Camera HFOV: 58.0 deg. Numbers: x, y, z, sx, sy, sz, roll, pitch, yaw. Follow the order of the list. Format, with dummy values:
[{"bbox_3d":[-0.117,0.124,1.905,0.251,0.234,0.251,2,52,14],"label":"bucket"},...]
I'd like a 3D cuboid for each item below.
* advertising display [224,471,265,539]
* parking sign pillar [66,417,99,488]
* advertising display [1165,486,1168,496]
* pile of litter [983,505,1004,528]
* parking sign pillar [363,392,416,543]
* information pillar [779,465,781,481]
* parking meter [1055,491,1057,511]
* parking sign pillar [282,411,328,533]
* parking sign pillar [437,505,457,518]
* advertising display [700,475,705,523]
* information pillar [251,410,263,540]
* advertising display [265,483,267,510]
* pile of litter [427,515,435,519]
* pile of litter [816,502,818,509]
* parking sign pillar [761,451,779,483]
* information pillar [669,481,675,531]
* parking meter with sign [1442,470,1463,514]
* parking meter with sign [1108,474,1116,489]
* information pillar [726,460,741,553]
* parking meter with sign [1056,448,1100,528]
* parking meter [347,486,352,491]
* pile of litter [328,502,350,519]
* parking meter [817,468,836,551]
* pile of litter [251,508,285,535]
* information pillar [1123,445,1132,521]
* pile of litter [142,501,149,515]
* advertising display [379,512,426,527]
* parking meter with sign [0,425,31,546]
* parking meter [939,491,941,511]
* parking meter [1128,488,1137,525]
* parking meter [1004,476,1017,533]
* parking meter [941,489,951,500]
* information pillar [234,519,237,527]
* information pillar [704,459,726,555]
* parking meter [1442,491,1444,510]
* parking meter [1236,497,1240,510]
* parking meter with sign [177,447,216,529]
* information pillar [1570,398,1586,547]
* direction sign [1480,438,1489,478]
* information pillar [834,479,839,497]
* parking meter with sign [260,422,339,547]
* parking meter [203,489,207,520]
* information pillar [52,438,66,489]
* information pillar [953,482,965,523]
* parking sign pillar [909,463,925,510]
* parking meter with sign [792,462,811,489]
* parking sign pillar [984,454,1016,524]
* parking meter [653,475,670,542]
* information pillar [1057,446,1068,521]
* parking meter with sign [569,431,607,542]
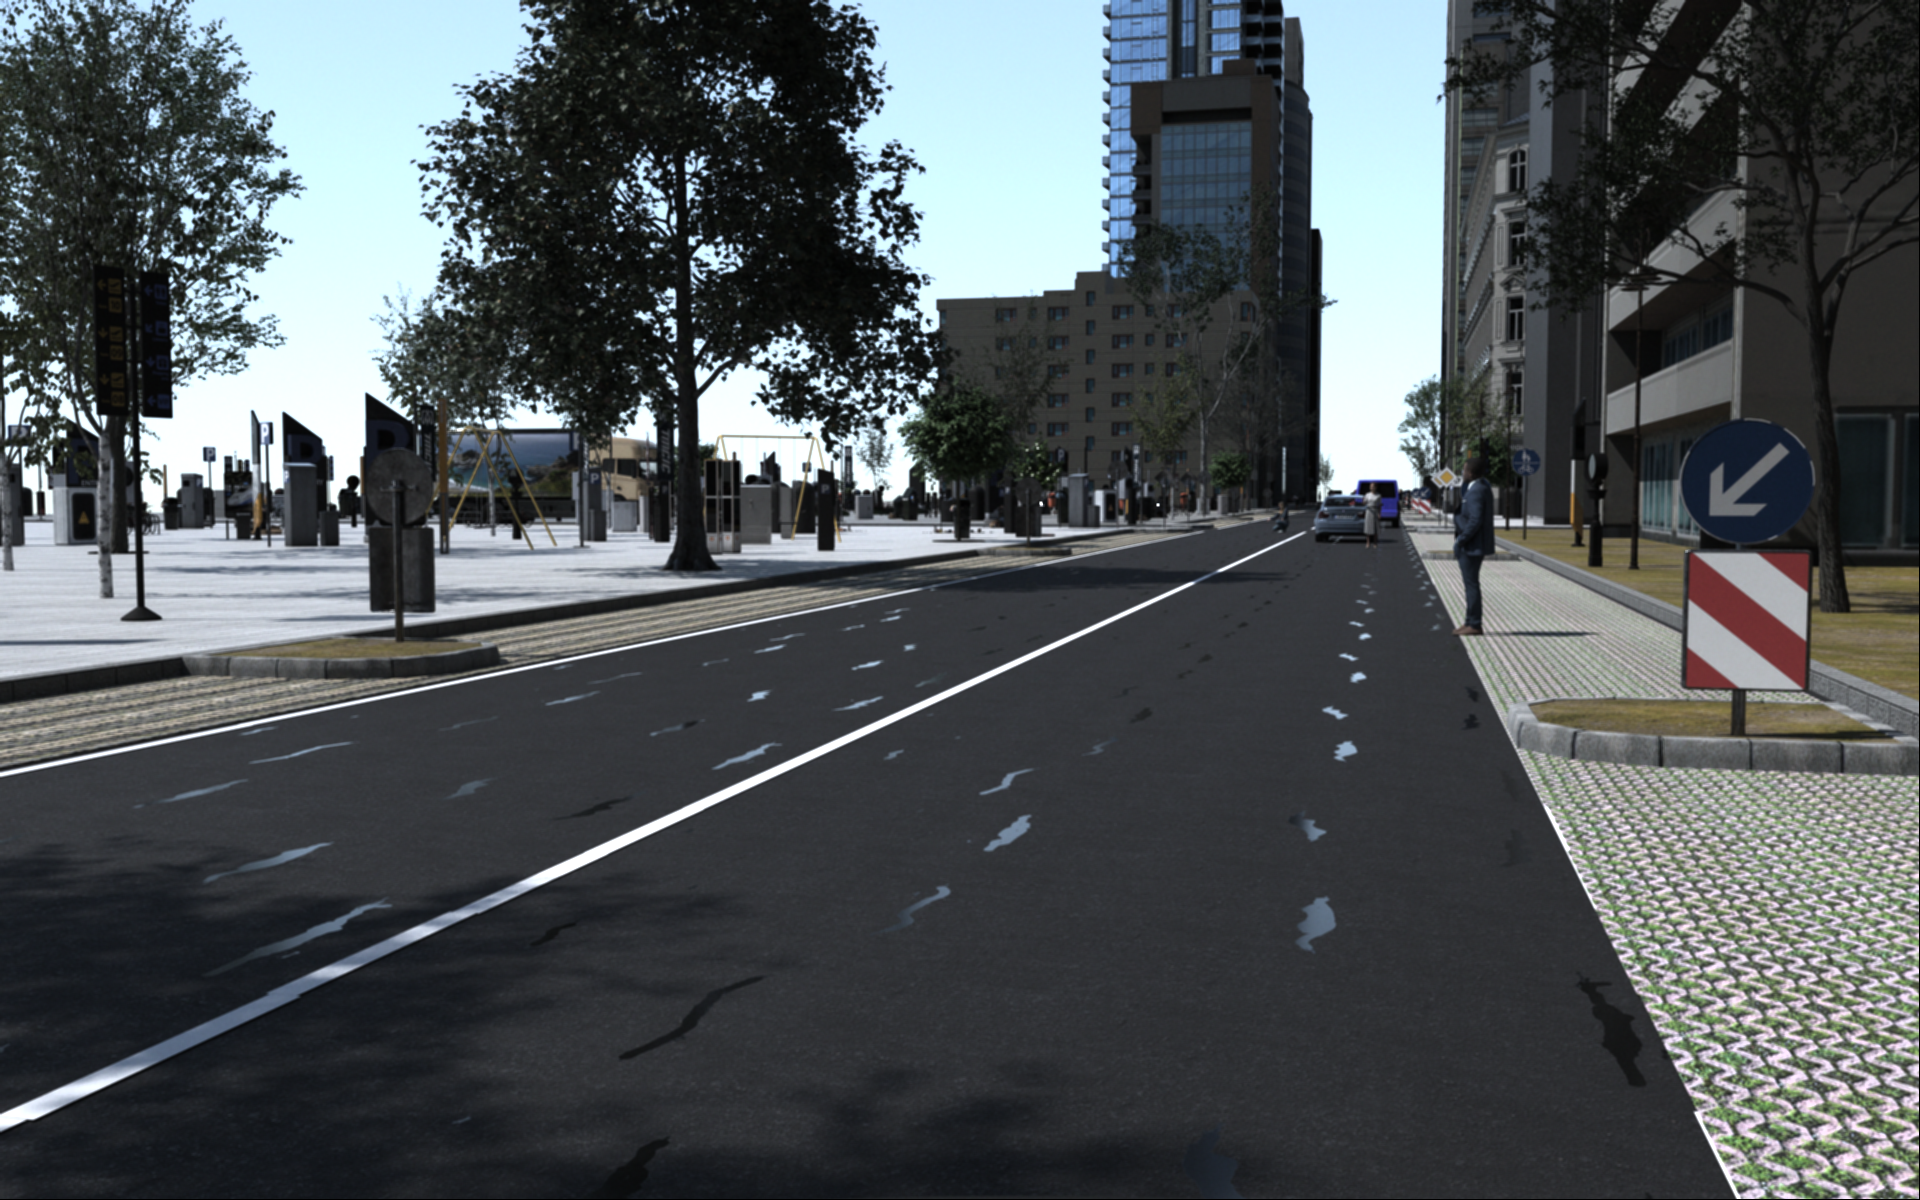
[{"bbox_3d":[-20.384,-2.693,49.246,0.974,1.923,0.123,-1,4,-19],"label":"advertising display"},{"bbox_3d":[-30.679,-4.430,60.907,1.447,3.967,1.447,-1,4,-20],"label":"parking sign pillar"},{"bbox_3d":[16.918,-8.364,141.963,0.123,1.923,0.974,1,4,19],"label":"advertising display"},{"bbox_3d":[1.633,-3.174,65.867,1.719,0.858,1.176,1,4,18],"label":"pile of litter"},{"bbox_3d":[-15.029,-3.502,45.734,1.447,3.967,1.447,0,4,-4],"label":"parking sign pillar"},{"bbox_3d":[-14.668,-9.085,139.894,0.504,3.616,0.183,1,4,20],"label":"information pillar"},{"bbox_3d":[7.593,-7.759,135.278,0.372,1.533,0.369,0,3,0],"label":"parking meter"},{"bbox_3d":[-21.511,-4.186,56.909,1.447,3.967,1.447,3,5,44],"label":"parking sign pillar"},{"bbox_3d":[-27.505,-6.418,93.402,1.447,3.967,1.447,1,4,13],"label":"parking sign pillar"},{"bbox_3d":[-8.508,-3.283,58.896,0.974,1.923,0.123,-1,4,-20],"label":"advertising display"},{"bbox_3d":[-19.534,-3.470,48.090,0.183,3.616,0.504,-3,5,-41],"label":"information pillar"},{"bbox_3d":[-40.657,-5.872,101.214,0.123,1.923,0.974,-1,4,-10],"label":"advertising display"},{"bbox_3d":[-28.377,-4.696,90.752,1.719,0.858,1.176,1,4,23],"label":"pile of litter"},{"bbox_3d":[-9.015,-5.750,107.984,1.719,0.858,1.176,-3,5,-43],"label":"pile of litter"},{"bbox_3d":[-11.999,-7.385,109.218,1.447,3.967,1.447,3,5,44],"label":"parking sign pillar"},{"bbox_3d":[-10.247,-3.453,60.944,0.304,2.012,0.304,1,4,19],"label":"information pillar"},{"bbox_3d":[32.520,-7.188,113.780,1.738,3.016,0.543,-2,4,-26],"label":"parking meter with sign"},{"bbox_3d":[11.877,-8.114,128.930,1.738,3.016,0.543,-2,4,-32],"label":"parking meter with sign"},{"bbox_3d":[-4.954,-2.020,37.521,0.304,2.012,0.304,2,4,28],"label":"information pillar"},{"bbox_3d":[4.513,-4.257,65.862,1.738,3.016,0.543,2,4,35],"label":"parking meter with sign"},{"bbox_3d":[-43.080,-7.131,122.309,0.255,1.863,0.399,-2,4,-33],"label":"parking meter"},{"bbox_3d":[-32.476,-4.657,90.099,1.719,0.858,1.176,3,5,44],"label":"pile of litter"},{"bbox_3d":[-3.015,-2.049,39.215,0.399,1.863,0.255,0,4,4],"label":"parking meter"},{"bbox_3d":[-22.023,-2.504,54.901,1.719,0.858,1.176,-2,4,-30],"label":"pile of litter"},{"bbox_3d":[8.084,-5.626,83.332,0.183,3.616,0.504,-2,4,-32],"label":"information pillar"},{"bbox_3d":[-48.790,-5.451,103.081,1.719,0.858,1.176,3,4,36],"label":"pile of litter"},{"bbox_3d":[-12.130,-1.985,37.665,0.974,1.923,0.123,-1,4,-20],"label":"advertising display"},{"bbox_3d":[-23.651,-2.849,42.846,0.543,3.016,1.738,0,4,-1],"label":"parking meter with sign"},{"bbox_3d":[-1.375,-7.386,129.176,0.372,1.533,0.369,0,3,0],"label":"parking meter"},{"bbox_3d":[7.224,-3.931,72.682,0.372,1.533,0.369,0,3,0],"label":"parking meter"},{"bbox_3d":[1.653,-3.111,56.579,0.255,1.863,0.399,-3,5,-43],"label":"parking meter"},{"bbox_3d":[-0.617,-4.847,87.658,0.372,1.533,0.369,0,3,0],"label":"parking meter"},{"bbox_3d":[-27.787,-3.806,66.725,0.304,2.012,0.304,-1,4,-9],"label":"information pillar"},{"bbox_3d":[-5.207,-1.964,36.606,0.304,2.012,0.304,1,4,10],"label":"information pillar"},{"bbox_3d":[37.938,-7.781,135.627,0.372,1.533,0.369,0,3,0],"label":"parking meter"},{"bbox_3d":[22.278,-7.988,139.008,0.372,1.533,0.369,0,3,0],"label":"parking meter"},{"bbox_3d":[-28.501,-4.162,64.313,1.738,3.016,0.543,1,4,19],"label":"parking meter with sign"},{"bbox_3d":[15.055,-3.109,42.181,0.504,3.616,0.183,-3,5,-42],"label":"information pillar"},{"bbox_3d":[21.102,-4.757,69.776,0.379,3.537,0.876,3,5,39],"label":"direction sign"},{"bbox_3d":[-6.093,-4.879,84.267,0.304,2.012,0.304,1,4,19],"label":"information pillar"},{"bbox_3d":[-16.180,-2.829,42.523,0.543,3.016,1.738,3,5,44],"label":"parking meter with sign"},{"bbox_3d":[-37.223,-4.688,85.053,0.372,1.533,0.369,0,3,0],"label":"parking meter"},{"bbox_3d":[-36.906,-4.872,71.006,0.504,3.616,0.183,0,4,-5],"label":"information pillar"},{"bbox_3d":[-0.053,-5.155,75.631,0.504,3.616,0.183,0,4,-7],"label":"information pillar"},{"bbox_3d":[-3.212,-8.671,130.241,1.447,3.967,1.447,3,5,41],"label":"parking sign pillar"},{"bbox_3d":[-8.930,-6.087,95.782,0.543,3.016,1.738,-3,5,-39],"label":"parking meter with sign"},{"bbox_3d":[1.770,-5.340,75.776,1.447,3.967,1.447,-2,4,-24],"label":"parking sign pillar"},{"bbox_3d":[-7.953,-2.473,46.144,0.255,1.863,0.399,3,4,38],"label":"parking meter"},{"bbox_3d":[4.962,-5.644,83.628,0.504,3.616,0.183,0,4,7],"label":"information pillar"},{"bbox_3d":[-10.113,-3.124,47.334,0.543,3.016,1.738,-2,4,-31],"label":"parking meter with sign"}]
